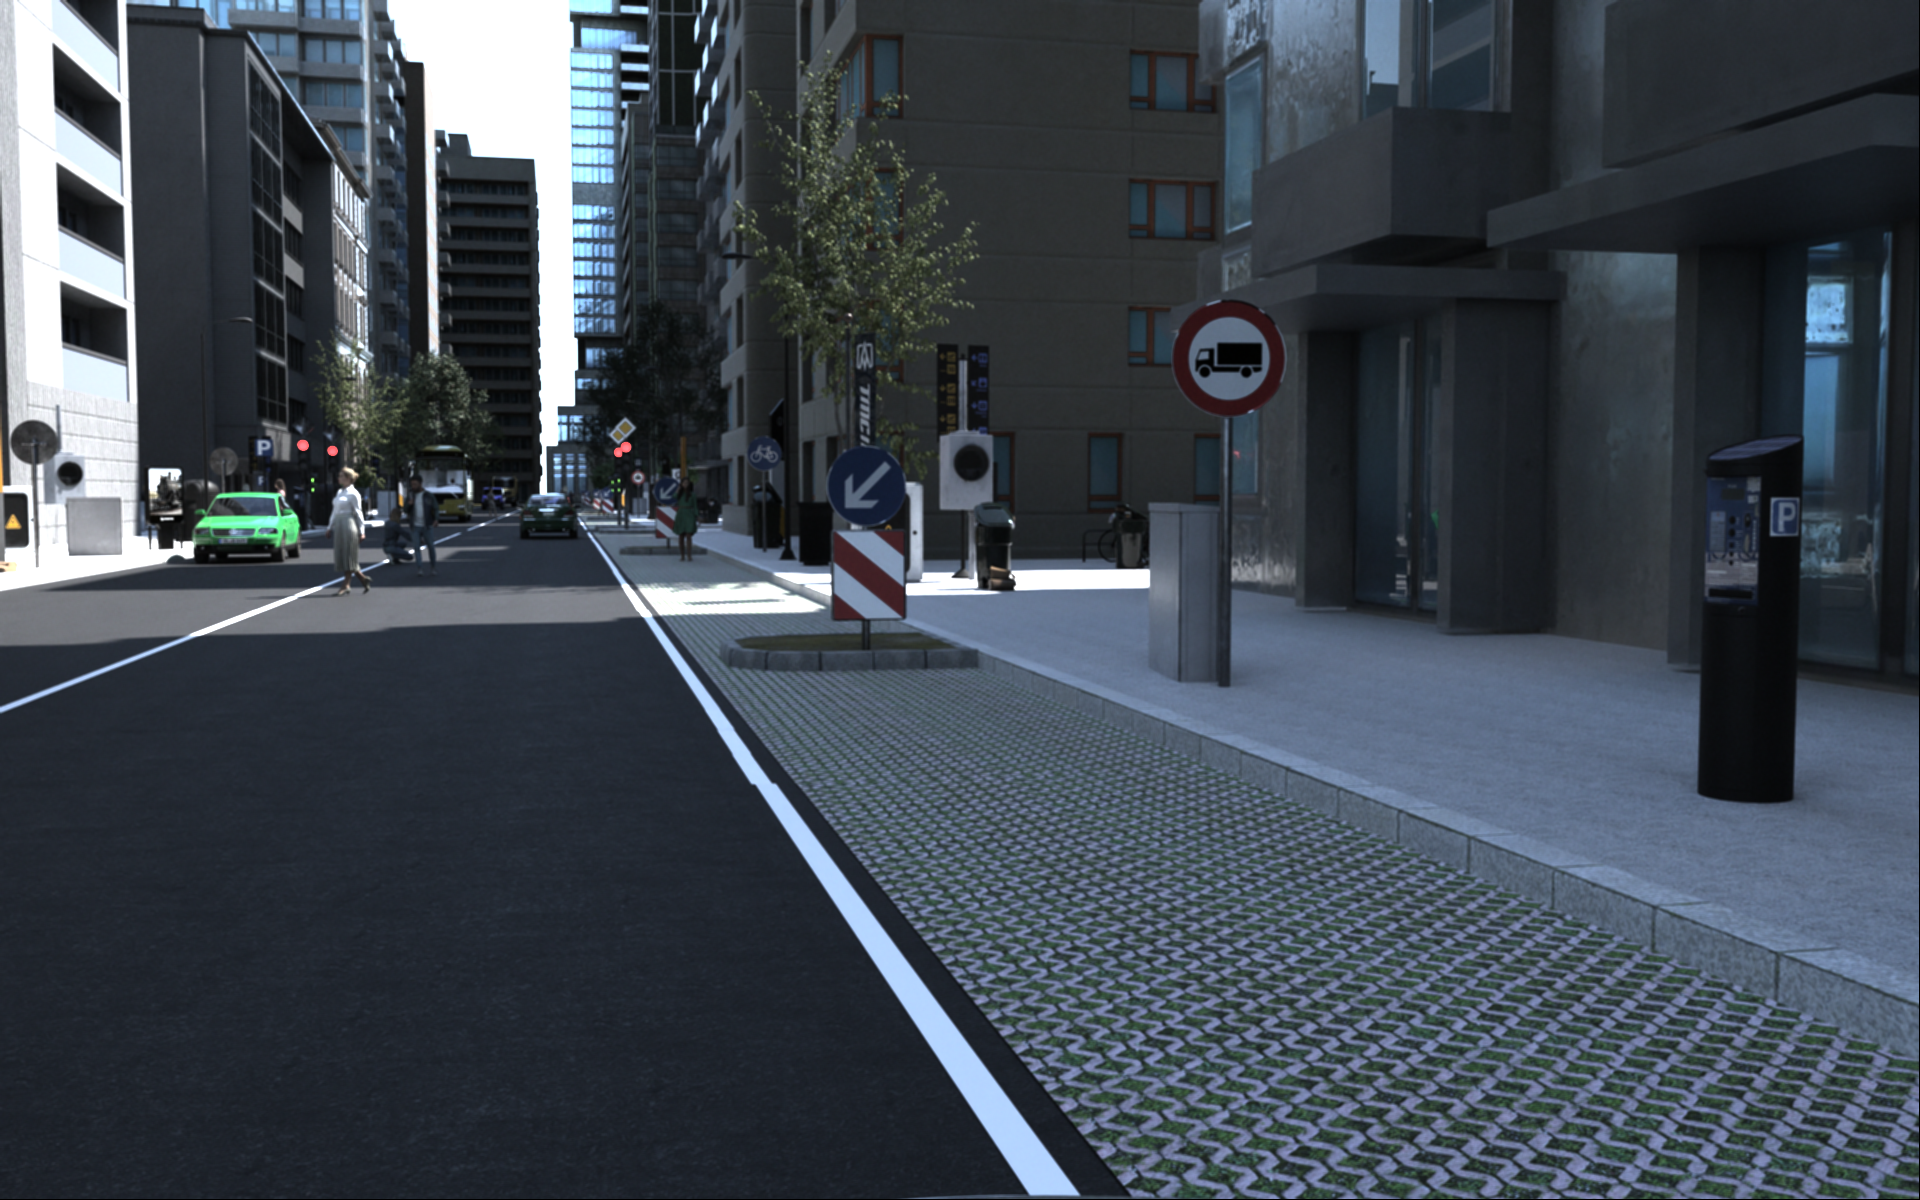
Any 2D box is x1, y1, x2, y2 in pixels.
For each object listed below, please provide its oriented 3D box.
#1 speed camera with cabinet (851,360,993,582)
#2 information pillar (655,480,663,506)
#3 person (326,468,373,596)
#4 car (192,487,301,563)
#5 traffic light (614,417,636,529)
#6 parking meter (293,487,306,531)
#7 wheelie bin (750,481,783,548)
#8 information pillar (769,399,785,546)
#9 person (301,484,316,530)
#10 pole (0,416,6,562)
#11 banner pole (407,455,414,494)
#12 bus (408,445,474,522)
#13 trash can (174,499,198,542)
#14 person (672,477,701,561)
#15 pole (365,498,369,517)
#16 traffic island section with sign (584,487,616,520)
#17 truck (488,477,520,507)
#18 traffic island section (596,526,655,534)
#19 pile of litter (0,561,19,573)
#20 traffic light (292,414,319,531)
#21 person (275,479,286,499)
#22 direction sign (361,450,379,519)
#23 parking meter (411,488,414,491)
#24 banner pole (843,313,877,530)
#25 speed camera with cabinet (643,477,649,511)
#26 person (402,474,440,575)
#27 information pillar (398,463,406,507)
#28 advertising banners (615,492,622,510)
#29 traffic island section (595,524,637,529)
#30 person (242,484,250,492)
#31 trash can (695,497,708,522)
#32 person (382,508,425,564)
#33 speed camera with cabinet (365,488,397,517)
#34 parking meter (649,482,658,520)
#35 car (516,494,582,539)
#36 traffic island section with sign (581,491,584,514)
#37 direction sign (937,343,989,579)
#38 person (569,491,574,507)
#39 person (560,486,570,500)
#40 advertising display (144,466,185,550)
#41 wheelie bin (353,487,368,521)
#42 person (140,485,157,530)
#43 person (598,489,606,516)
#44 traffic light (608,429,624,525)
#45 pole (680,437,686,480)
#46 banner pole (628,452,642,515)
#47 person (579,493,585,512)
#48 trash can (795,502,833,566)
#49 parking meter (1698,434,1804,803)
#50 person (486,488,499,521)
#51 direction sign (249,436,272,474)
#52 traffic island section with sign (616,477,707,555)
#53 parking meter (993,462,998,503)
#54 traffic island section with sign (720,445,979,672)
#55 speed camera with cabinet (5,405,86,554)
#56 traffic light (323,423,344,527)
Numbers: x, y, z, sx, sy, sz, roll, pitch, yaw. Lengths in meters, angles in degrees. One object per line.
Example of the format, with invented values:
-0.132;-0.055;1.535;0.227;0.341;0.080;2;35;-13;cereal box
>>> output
-0.569;-1.897;25.350;2.038;3.252;0.660;-1;4;-16;speed camera with cabinet
-15.595;-5.212;89.707;0.304;2.012;0.304;-2;4;-25;information pillar
-8.622;-0.965;24.509;0.641;1.798;0.478;-3;5;-44;person
-15.420;-1.758;37.543;1.959;1.807;4.718;-1;4;-15;car
-12.192;-4.538;63.123;0.839;4.253;0.868;-1;4;-13;traffic light
-22.784;-3.139;59.736;0.372;1.533;0.369;0;3;0;parking meter
-4.612;-2.032;41.137;0.693;1.594;0.980;-1;4;-20;wheelie bin
-4.494;-3.132;42.571;0.183;3.616;0.504;3;4;36;information pillar
-25.082;-3.526;66.246;0.767;1.812;0.694;0;4;3;person
-16.854;-2.228;30.265;0.158;3.312;0.155;0;3;0;pole
-35.614;-7.472;112.181;0.401;3.779;0.863;1;4;22;banner pole
-26.999;-6.071;90.811;2.896;3.916;12.252;-1;4;-14;bus
-20.924;-2.143;46.684;0.748;1.137;0.748;0;3;0;trash can
-5.833;-1.720;36.873;0.600;1.795;0.529;-1;4;-16;person
-33.749;-6.400;98.490;0.158;3.312;0.155;0;3;0;pole
-19.455;-5.283;95.005;1.989;1.847;2.006;-1;4;-13;traffic island section with sign
-51.433;-12.229;195.869;3.469;3.379;9.791;-1;4;-13;truck
-12.150;-2.506;63.246;2.009;0.180;2.903;-1;4;-13;traffic island section
-16.210;-0.895;28.596;1.176;0.858;1.719;-2;4;-32;pile of litter
-22.920;-4.387;60.648;0.839;4.253;0.868;-1;4;-13;traffic light
-17.904;-2.262;45.501;0.388;1.821;0.555;-2;4;-33;person
-30.214;-5.920;88.789;0.876;3.537;0.379;0;3;0;direction sign
-34.787;-6.410;110.509;0.255;1.863;0.399;1;4;13;parking meter
-1.404;-2.074;23.923;0.401;3.779;0.863;-3;5;-40;banner pole
-24.073;-8.504;133.373;0.660;3.252;2.038;-1;4;-8;speed camera with cabinet
-9.537;-1.334;30.659;0.623;1.781;0.721;-1;4;-19;person
-38.985;-7.936;121.109;0.504;3.616;0.183;-2;4;-27;information pillar
-26.836;-8.602;136.828;0.090;3.025;2.074;-2;4;-35;advertising banners
-13.940;-2.982;71.029;2.009;0.180;2.903;-1;4;-13;traffic island section
-25.672;-3.274;62.213;0.537;1.800;0.526;-1;4;-15;person
-12.160;-4.237;80.936;0.748;1.137;0.748;0;3;0;trash can
-11.590;-1.330;35.741;0.738;1.151;1.012;-3;5;-41;person
-32.543;-6.257;96.635;2.038;3.252;0.660;-1;4;-10;speed camera with cabinet
-15.111;-4.872;85.370;0.399;1.863;0.255;-2;4;-24;parking meter
-13.579;-2.777;57.208;2.131;1.459;4.920;-1;4;-13;car
-25.588;-6.913;121.649;1.989;1.847;2.006;-1;4;-13;traffic island section with sign
0.047;-2.099;26.316;0.876;3.537;0.379;-2;4;-27;direction sign
-42.192;-10.970;188.303;0.568;1.767;0.683;2;4;27;person
-17.719;-4.218;77.650;0.537;1.800;0.526;1;4;12;person
-18.300;-2.119;39.861;0.123;1.923;0.974;2;4;26;advertising display
-28.428;-4.515;81.723;0.980;1.594;0.693;-1;4;-15;wheelie bin
-30.162;-3.452;65.154;1.509;1.804;0.699;0;4;-7;person
-23.311;-6.363;112.763;0.641;1.798;0.478;3;4;36;person
-13.982;-5.014;70.906;0.839;4.253;0.868;-1;4;-13;traffic light
-9.833;-4.146;61.626;0.158;3.312;0.155;0;3;0;pole
-19.412;-6.954;103.718;0.863;3.779;0.401;0;4;6;banner pole
-29.875;-7.713;137.202;0.503;1.515;0.523;2;4;32;person
-2.590;-1.192;31.149;0.748;1.137;0.748;0;3;0;trash can
3.339;0.067;7.321;0.372;1.533;0.369;0;3;0;parking meter
-25.260;-5.183;93.576;0.599;1.781;0.374;1;4;21;person
-27.343;-4.632;67.726;0.876;3.537;0.379;0;4;2;direction sign
-7.106;-1.998;41.292;1.989;1.847;2.006;-1;4;-13;traffic island section with sign
0.565;-1.592;31.743;0.255;1.863;0.399;0;4;3;parking meter
-1.032;-0.382;14.876;1.989;1.847;2.006;-1;4;-13;traffic island section with sign
-20.303;-2.666;37.919;0.660;3.252;2.038;3;4;37;speed camera with cabinet
-24.710;-4.863;68.430;0.839;4.253;0.868;-1;4;-13;traffic light
